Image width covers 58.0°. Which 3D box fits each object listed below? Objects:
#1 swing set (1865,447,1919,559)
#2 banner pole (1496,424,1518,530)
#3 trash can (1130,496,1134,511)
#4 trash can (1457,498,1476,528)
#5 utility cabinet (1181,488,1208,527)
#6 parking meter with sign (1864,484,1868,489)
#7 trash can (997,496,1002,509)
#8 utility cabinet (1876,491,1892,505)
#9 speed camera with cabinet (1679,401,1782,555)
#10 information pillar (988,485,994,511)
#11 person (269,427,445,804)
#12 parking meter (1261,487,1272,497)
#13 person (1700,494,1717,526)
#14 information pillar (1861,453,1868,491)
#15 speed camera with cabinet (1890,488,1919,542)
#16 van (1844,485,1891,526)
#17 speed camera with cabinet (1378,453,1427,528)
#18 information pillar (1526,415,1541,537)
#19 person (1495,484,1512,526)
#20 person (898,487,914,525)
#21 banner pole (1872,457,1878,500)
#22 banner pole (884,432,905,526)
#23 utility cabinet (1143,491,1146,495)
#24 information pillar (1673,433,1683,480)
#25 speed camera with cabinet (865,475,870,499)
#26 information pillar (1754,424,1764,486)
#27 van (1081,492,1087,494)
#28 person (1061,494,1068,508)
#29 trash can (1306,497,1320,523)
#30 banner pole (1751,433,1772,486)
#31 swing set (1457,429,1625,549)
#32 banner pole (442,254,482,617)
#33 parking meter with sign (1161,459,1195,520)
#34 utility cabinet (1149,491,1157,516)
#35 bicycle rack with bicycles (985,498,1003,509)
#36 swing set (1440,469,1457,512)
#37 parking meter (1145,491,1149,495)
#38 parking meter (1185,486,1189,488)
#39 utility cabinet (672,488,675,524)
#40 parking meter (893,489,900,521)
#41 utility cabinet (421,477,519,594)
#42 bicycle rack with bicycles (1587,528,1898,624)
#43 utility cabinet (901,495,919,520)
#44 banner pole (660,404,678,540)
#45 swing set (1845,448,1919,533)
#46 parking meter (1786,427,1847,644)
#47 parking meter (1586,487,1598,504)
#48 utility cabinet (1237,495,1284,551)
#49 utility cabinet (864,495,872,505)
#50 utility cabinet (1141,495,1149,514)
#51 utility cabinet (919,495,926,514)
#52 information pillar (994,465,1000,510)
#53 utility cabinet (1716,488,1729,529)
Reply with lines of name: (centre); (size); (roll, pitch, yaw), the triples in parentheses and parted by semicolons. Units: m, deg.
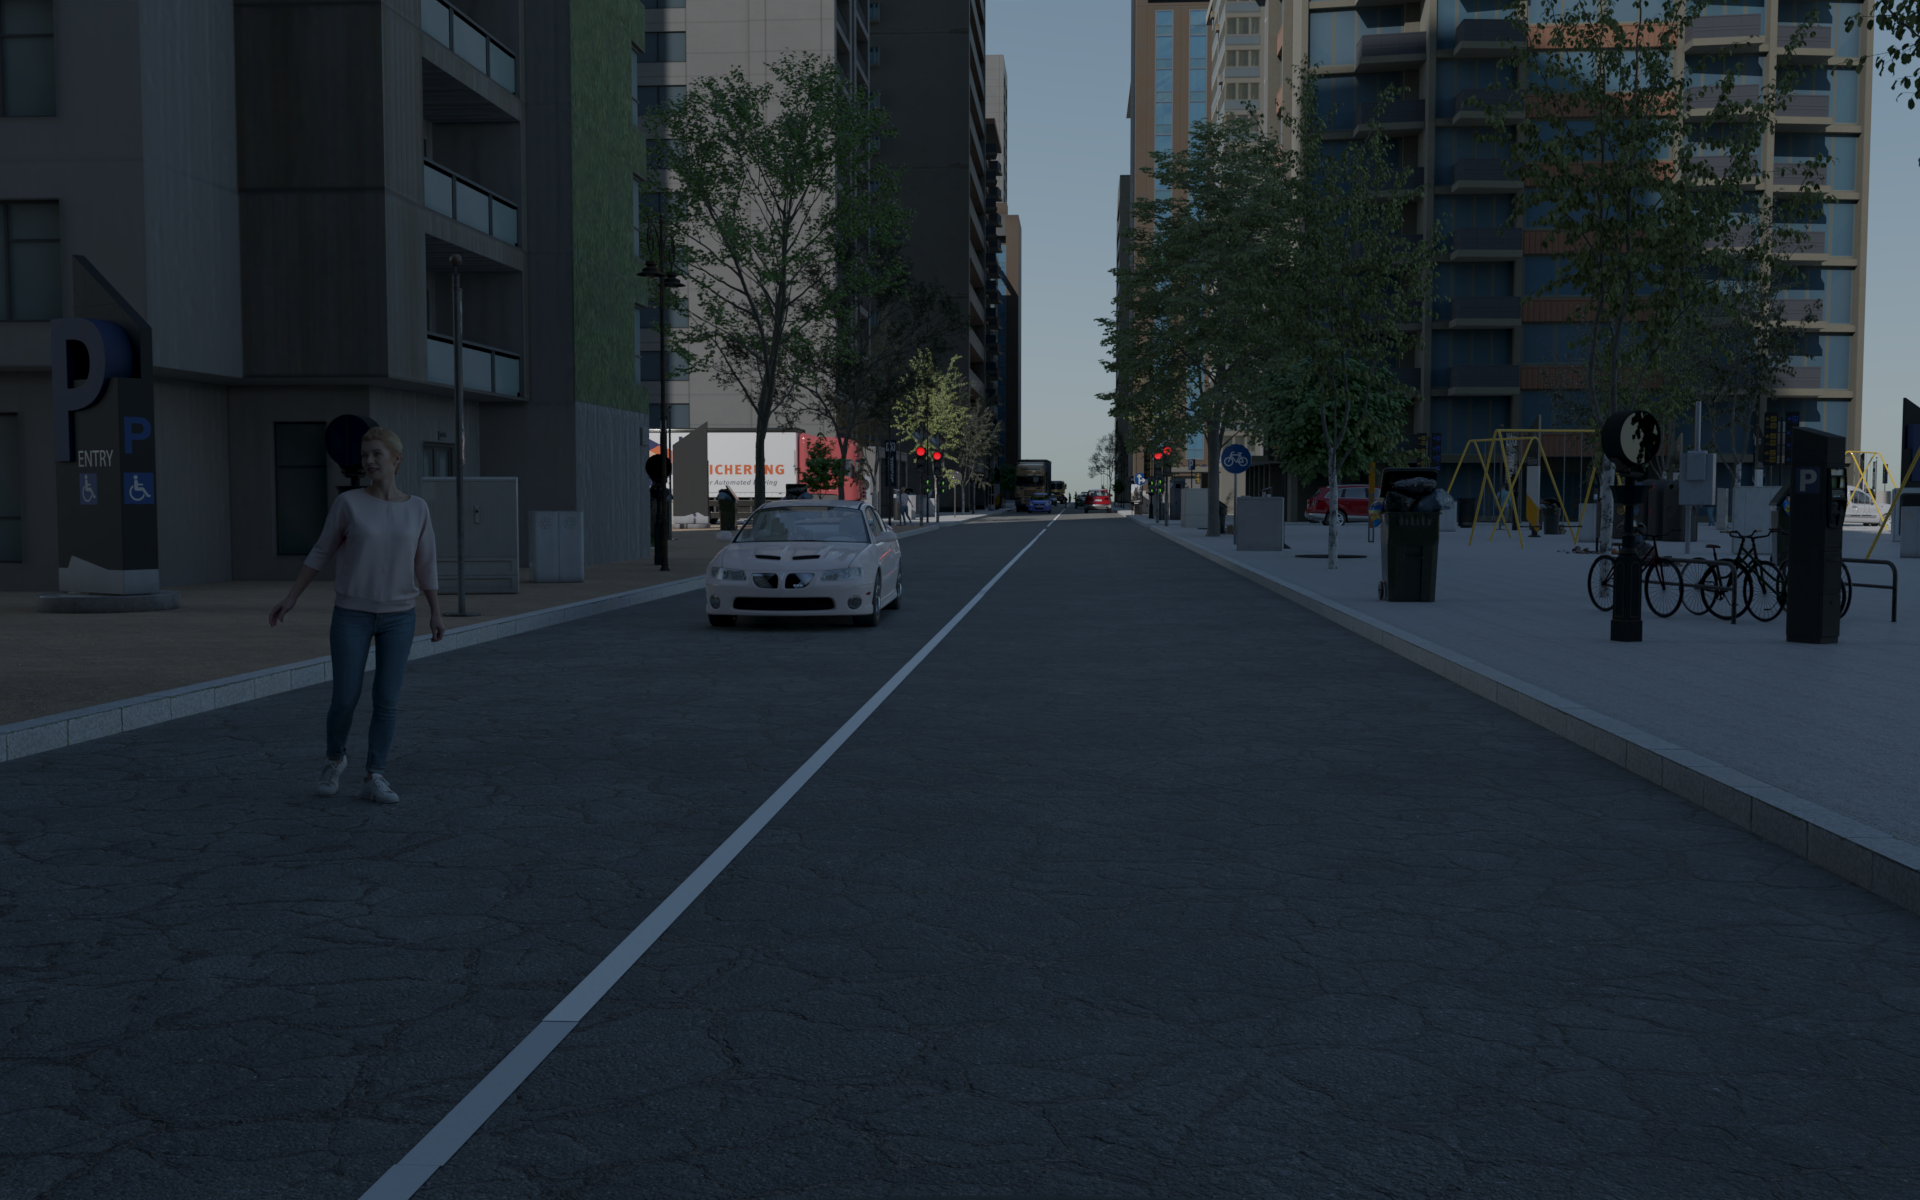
swing set: (18.779, -2.093, 31.839); (3.119, 2.851, 2.862); (-2, 4, -32)
banner pole: (19.549, -4.397, 61.905); (0.863, 3.779, 0.401); (3, 5, 44)
trash can: (13.297, -7.362, 132.018); (0.748, 1.137, 0.748); (0, 3, 0)
trash can: (19.207, -3.304, 65.679); (0.748, 1.137, 0.748); (0, 3, 0)
utility cabinet: (9.061, -3.550, 66.719); (1.173, 1.500, 0.318); (-2, 4, -30)
parking meter with sign: (68.498, -8.270, 131.471); (0.543, 3.016, 1.738); (-3, 4, -37)
trash can: (3.338, -8.482, 150.330); (0.748, 1.137, 0.748); (0, 3, 0)
utility cabinet: (65.958, -7.047, 123.895); (1.173, 1.500, 0.318); (3, 5, 42)
speed camera with cabinet: (16.440, -2.601, 36.858); (2.038, 3.252, 0.660); (2, 4, 29)
information pillar: (2.367, -8.093, 136.810); (0.304, 2.012, 0.304); (0, 4, 2)
person: (-2.856, 0.065, 8.109); (0.731, 1.740, 0.598); (-3, 4, -38)
parking meter: (10.530, -3.122, 59.452); (0.372, 1.533, 0.369); (0, 3, 0)
person: (31.344, -3.883, 72.335); (0.721, 1.781, 0.623); (3, 4, 36)
information pillar: (49.542, -6.361, 95.364); (0.504, 3.616, 0.183); (0, 4, -7)
speed camera with cabinet: (26.018, -3.168, 46.132); (2.038, 3.252, 0.660); (1, 4, 22)
van: (36.469, -3.927, 71.218); (4.112, 2.044, 2.013); (0, 4, 4)
speed camera with cabinet: (16.910, -4.362, 65.659); (2.038, 3.252, 0.660); (3, 5, 43)
information pillar: (17.041, -3.675, 51.436); (0.183, 3.616, 0.504); (-1, 4, -22)
person: (22.868, -3.953, 72.999); (0.638, 1.841, 0.748); (3, 5, 39)
person: (-2.262, -4.014, 74.809); (0.598, 1.740, 0.731); (3, 5, 41)
banner pole: (61.567, -7.741, 116.589); (0.401, 3.779, 0.863); (0, 4, 8)
banner pole: (-2.642, -4.896, 70.059); (0.863, 3.779, 0.401); (0, 4, 3)
utility cabinet: (12.651, -6.853, 120.722); (0.318, 1.500, 1.173); (-3, 5, -39)
information pillar: (27.673, -4.614, 66.786); (0.183, 3.616, 0.504); (-1, 4, -8)
speed camera with cabinet: (-5.292, -5.367, 82.090); (2.038, 3.252, 0.660); (-2, 4, -25)
information pillar: (26.946, -4.103, 58.440); (0.504, 3.616, 0.183); (-3, 5, -44)
van: (21.087, -17.483, 292.864); (2.013, 2.044, 4.112); (0, 4, 4)
person: (10.481, -9.896, 173.530); (0.697, 1.427, 0.421); (-1, 4, -21)
trash can: (15.616, -3.948, 76.195); (0.748, 1.137, 0.748); (0, 3, 0)
banner pole: (28.791, -4.405, 62.036); (0.863, 3.779, 0.401); (0, 4, 6)
swing set: (14.220, -2.715, 42.005); (3.119, 2.851, 2.862); (-1, 4, -9)
banner pole: (-5.297, -1.735, 18.381); (0.401, 3.779, 0.863); (-1, 4, -11)
parking meter with sign: (10.756, -5.479, 85.847); (1.738, 3.016, 0.543); (-1, 4, -22)
utility cabinet: (11.367, -5.685, 101.635); (0.318, 1.500, 1.173); (0, 4, -8)
bicycle rack with bicycles: (2.667, -8.220, 147.786); (2.852, 0.926, 2.925); (0, 4, 2)
swing set: (15.166, -3.127, 48.746); (2.862, 2.851, 3.119); (-1, 4, -19)
parking meter: (12.787, -6.684, 117.700); (0.372, 1.533, 0.369); (0, 3, 0)
parking meter: (16.934, -7.596, 129.909); (0.399, 1.863, 0.255); (3, 4, 36)
utility cabinet: (-10.925, -3.633, 68.075); (0.318, 1.500, 1.173); (1, 4, 18)
parking meter: (-3.046, -4.634, 84.171); (0.372, 1.533, 0.369); (0, 3, 0)
utility cabinet: (-6.260, -0.824, 22.150); (1.173, 1.500, 0.318); (-1, 4, -11)
bicycle rack with bicycles: (8.250, -0.276, 17.889); (2.852, 0.926, 2.925); (-1, 4, -8)
utility cabinet: (-2.619, -4.613, 86.584); (0.306, 1.237, 1.020); (-3, 4, -37)
banner pole: (-8.212, -3.574, 48.456); (0.401, 3.779, 0.863); (-2, 4, -35)
swing set: (33.270, -4.048, 63.798); (3.119, 2.851, 2.862); (-3, 5, -43)
parking meter: (7.375, -0.562, 14.907); (0.255, 1.863, 0.399); (-2, 4, -30)
parking meter: (21.648, -3.117, 59.373); (0.372, 1.533, 0.369); (0, 3, 0)
utility cabinet: (6.787, -1.712, 39.145); (1.020, 1.237, 0.306); (1, 4, 17)
utility cabinet: (-4.937, -4.663, 87.395); (1.020, 1.237, 0.306); (-3, 4, -37)
utility cabinet: (11.547, -5.982, 108.973); (1.020, 1.237, 0.306); (-2, 4, -28)
utility cabinet: (-2.733, -6.186, 112.298); (1.020, 1.237, 0.306); (0, 4, -3)
information pillar: (3.010, -9.130, 140.622); (0.504, 3.616, 0.183); (3, 5, 45)
utility cabinet: (27.435, -3.279, 62.293); (0.318, 1.500, 1.173); (2, 4, 28)
